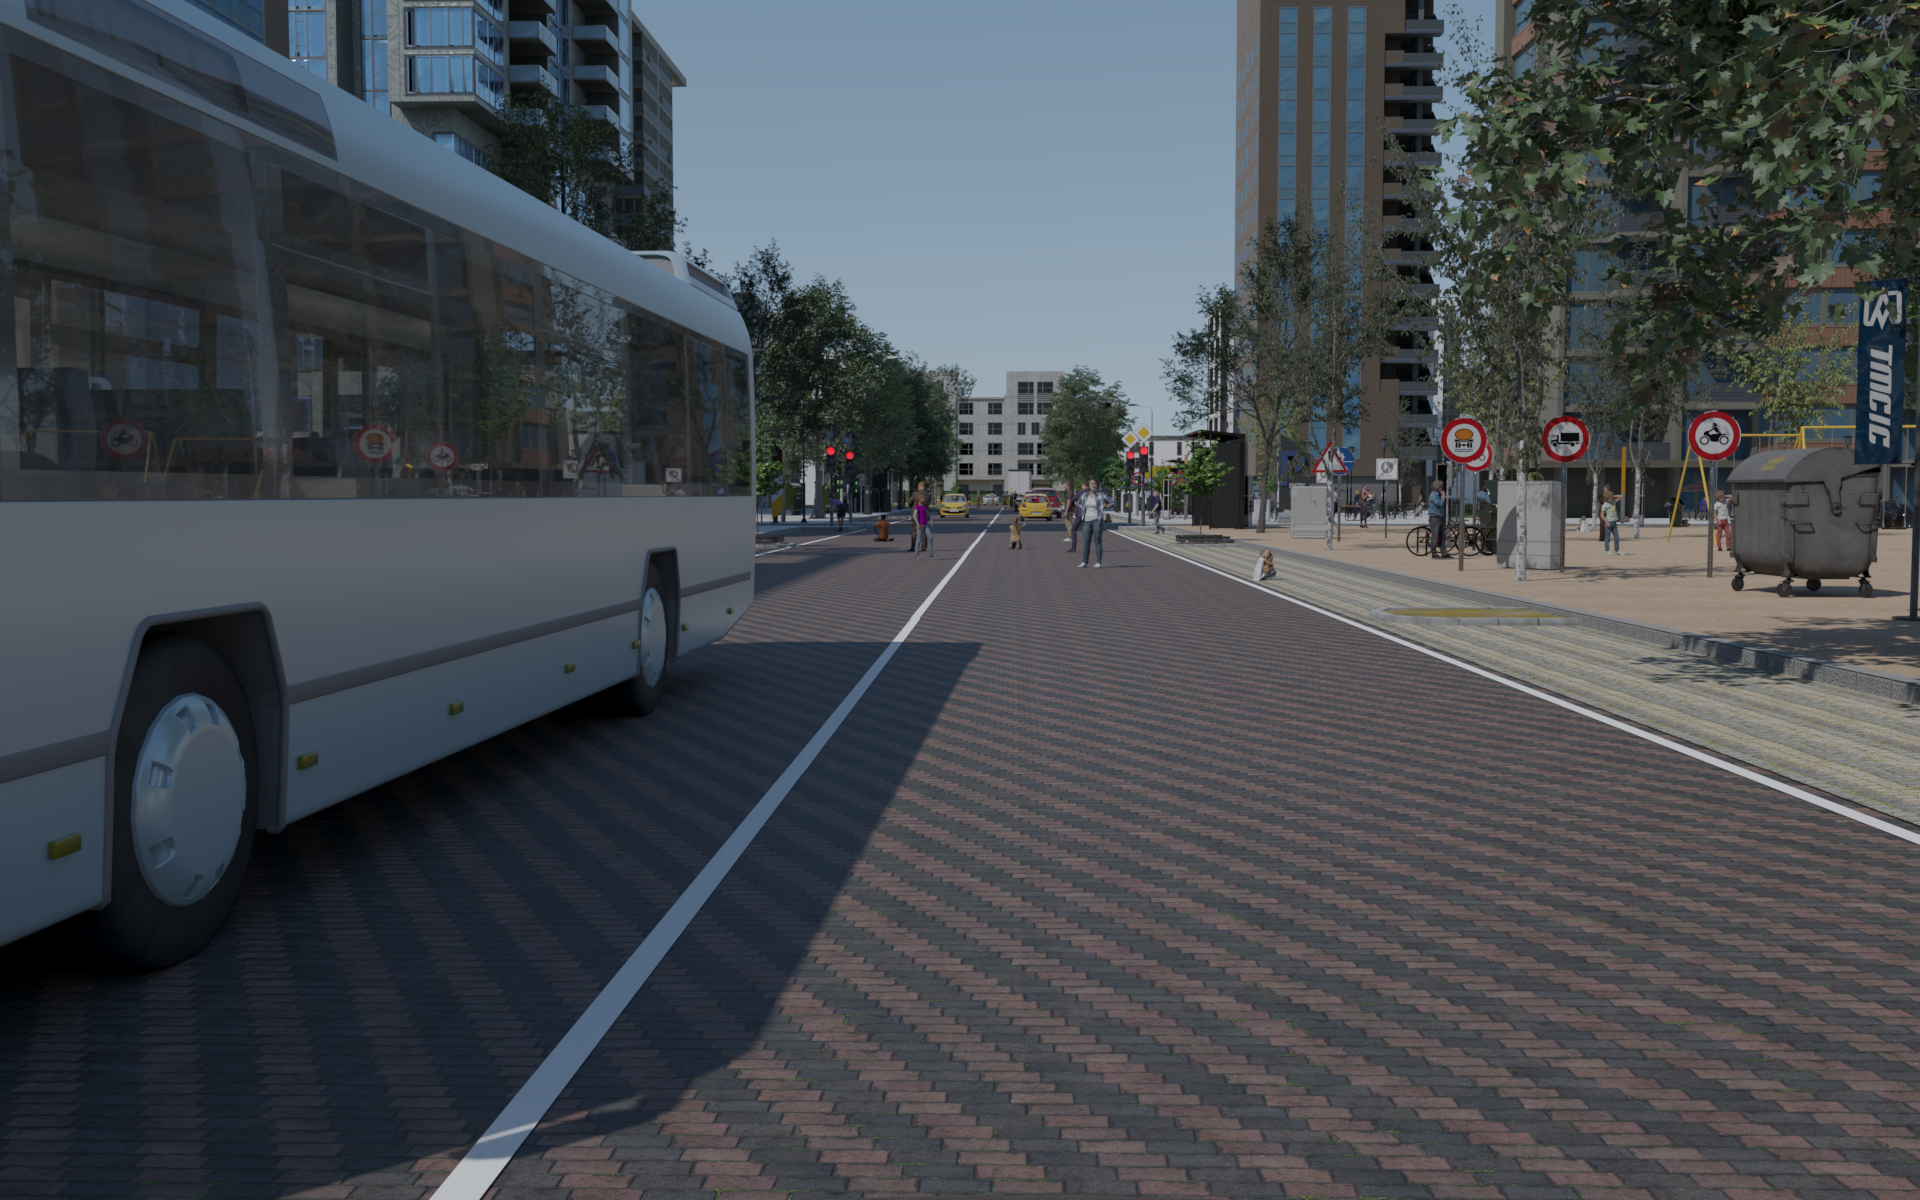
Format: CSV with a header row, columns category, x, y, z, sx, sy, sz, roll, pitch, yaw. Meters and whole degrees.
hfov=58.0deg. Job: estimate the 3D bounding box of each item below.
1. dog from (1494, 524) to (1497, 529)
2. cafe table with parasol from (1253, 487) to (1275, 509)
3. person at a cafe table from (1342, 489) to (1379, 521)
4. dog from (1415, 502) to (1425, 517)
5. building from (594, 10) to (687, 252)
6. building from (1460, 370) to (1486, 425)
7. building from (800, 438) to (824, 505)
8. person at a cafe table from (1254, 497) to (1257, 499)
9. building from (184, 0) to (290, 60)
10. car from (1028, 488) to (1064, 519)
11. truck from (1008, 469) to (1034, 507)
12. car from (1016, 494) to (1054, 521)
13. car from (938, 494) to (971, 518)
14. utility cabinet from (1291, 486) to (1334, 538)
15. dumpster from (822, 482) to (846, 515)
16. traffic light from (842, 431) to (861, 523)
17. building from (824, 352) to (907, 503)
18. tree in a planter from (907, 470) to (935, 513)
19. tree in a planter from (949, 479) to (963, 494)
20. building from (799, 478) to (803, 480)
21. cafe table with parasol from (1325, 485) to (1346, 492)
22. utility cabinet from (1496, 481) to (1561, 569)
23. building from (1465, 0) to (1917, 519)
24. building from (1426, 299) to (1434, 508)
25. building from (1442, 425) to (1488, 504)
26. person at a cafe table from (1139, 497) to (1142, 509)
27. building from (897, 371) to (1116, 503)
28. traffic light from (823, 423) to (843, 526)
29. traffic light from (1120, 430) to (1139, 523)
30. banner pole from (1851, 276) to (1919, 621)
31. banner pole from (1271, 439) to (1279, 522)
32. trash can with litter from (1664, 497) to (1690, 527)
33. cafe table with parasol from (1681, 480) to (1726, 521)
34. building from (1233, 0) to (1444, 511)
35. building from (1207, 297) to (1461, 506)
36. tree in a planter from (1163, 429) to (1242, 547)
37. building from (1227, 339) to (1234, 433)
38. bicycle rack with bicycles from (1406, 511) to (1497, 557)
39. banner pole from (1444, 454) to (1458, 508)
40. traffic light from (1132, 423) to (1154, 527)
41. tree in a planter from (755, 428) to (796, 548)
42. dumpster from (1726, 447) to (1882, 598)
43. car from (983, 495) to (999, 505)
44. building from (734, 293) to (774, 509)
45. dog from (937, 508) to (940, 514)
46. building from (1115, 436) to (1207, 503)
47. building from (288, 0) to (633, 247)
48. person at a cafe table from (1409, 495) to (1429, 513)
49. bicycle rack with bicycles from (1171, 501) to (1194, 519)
category,x,y,z,sx,sy,sz,roll,pitch,yaw
dog,9.938,-1.005,30.814,0.800,0.831,0.513,1,4,23
cafe table with parasol,23.253,-7.757,131.697,2.610,1.966,2.610,2,4,30
person at a cafe table,19.291,-4.578,83.368,1.622,1.524,1.698,0,4,7
dog,25.681,-5.044,96.842,0.513,0.831,0.800,0,4,6
building,-35.377,-27.009,133.475,32.217,40.220,23.993,0,4,2
building,66.434,-23.805,255.671,31.486,18.905,16.747,0,4,2
building,-30.874,-16.420,210.619,28.070,9.664,9.099,0,4,2
person at a cafe table,20.497,-7.065,124.020,1.698,1.524,1.622,-3,5,-41
building,-28.990,-24.391,48.903,14.200,45.320,14.600,0,4,2
car,5.021,-5.766,102.955,2.281,1.827,5.304,0,4,3
truck,7.059,-13.017,201.740,2.839,4.237,11.283,0,4,4
car,4.025,-5.039,92.606,2.015,1.641,3.980,0,4,1
car,-0.311,-5.739,104.059,2.015,1.641,3.980,0,4,1
utility cabinet,10.122,-2.514,49.775,1.173,1.500,0.318,2,4,25
dumpster,-7.706,-6.219,104.168,1.502,2.255,1.985,0,4,2
traffic light,-4.825,-5.367,76.665,0.839,4.253,0.868,0,4,2
building,-24.964,-25.697,264.124,32.646,21.610,27.936,0,4,2
tree in a planter,-2.882,-8.074,129.238,1.991,3.239,1.994,0,4,2
tree in a planter,-0.486,-12.742,205.551,1.991,3.239,1.994,0,4,2
building,-25.488,-20.393,189.847,16.016,20.091,11.380,0,4,2
cafe table with parasol,26.882,-7.437,126.460,2.610,1.966,2.610,1,4,9
utility cabinet,9.737,-1.278,29.581,0.318,1.500,1.173,-2,4,-30
building,44.369,-27.162,98.724,28.867,44.769,22.147,0,4,2
building,35.066,-18.727,162.613,16.016,20.091,11.380,0,4,2
building,71.405,-16.262,208.035,28.070,9.664,9.099,0,4,2
person at a cafe table,13.297,-7.684,134.146,1.622,1.524,1.698,3,4,36
building,6.920,-23.943,257.926,31.486,18.905,16.747,0,4,2
traffic light,-5.076,-4.879,68.684,0.839,4.253,0.868,0,4,2
traffic light,7.470,-5.344,76.296,0.839,4.253,0.868,0,4,2
banner pole,9.570,-1.694,17.717,0.401,3.779,0.863,-3,5,-41
banner pole,14.456,-5.446,79.053,0.401,3.779,0.863,0,4,1
trash can with litter,27.887,-3.418,67.275,1.055,1.170,0.624,-3,5,-40
cafe table with parasol,36.002,-4.844,84.068,2.610,1.966,2.610,-1,4,-18
building,30.093,-29.982,140.317,14.600,45.320,14.200,0,4,2
building,41.691,-21.547,196.270,27.936,21.610,32.646,0,4,2
tree in a planter,6.595,-3.064,47.312,1.991,3.239,1.994,0,4,2
building,35.192,-19.436,174.193,16.016,20.091,11.380,0,4,2
bicycle rack with bicycles,10.802,-1.410,36.428,2.925,0.926,2.852,1,4,10
banner pole,22.362,-5.423,78.686,0.863,3.779,0.401,3,4,36
traffic light,7.219,-4.856,68.315,0.839,4.253,0.868,0,4,2
tree in a planter,-5.485,-3.033,46.807,1.991,3.239,1.994,0,4,2
dumpster,10.748,-0.999,22.086,1.264,1.857,1.865,0,4,2
car,3.985,-12.868,222.750,2.083,1.381,4.827,0,4,3
building,-25.971,-18.473,168.497,16.747,18.905,31.486,0,4,2
dog,-1.495,-6.489,122.932,0.800,0.831,0.513,-1,4,-8
building,36.536,-18.988,252.599,28.070,9.664,9.099,0,4,2
building,-31.723,-48.409,104.156,22.319,86.520,31.000,0,4,2
person at a cafe table,28.615,-5.877,106.947,1.698,1.238,1.726,0,4,-4
bicycle rack with bicycles,12.109,-4.744,90.954,2.925,0.926,2.852,0,4,-1
